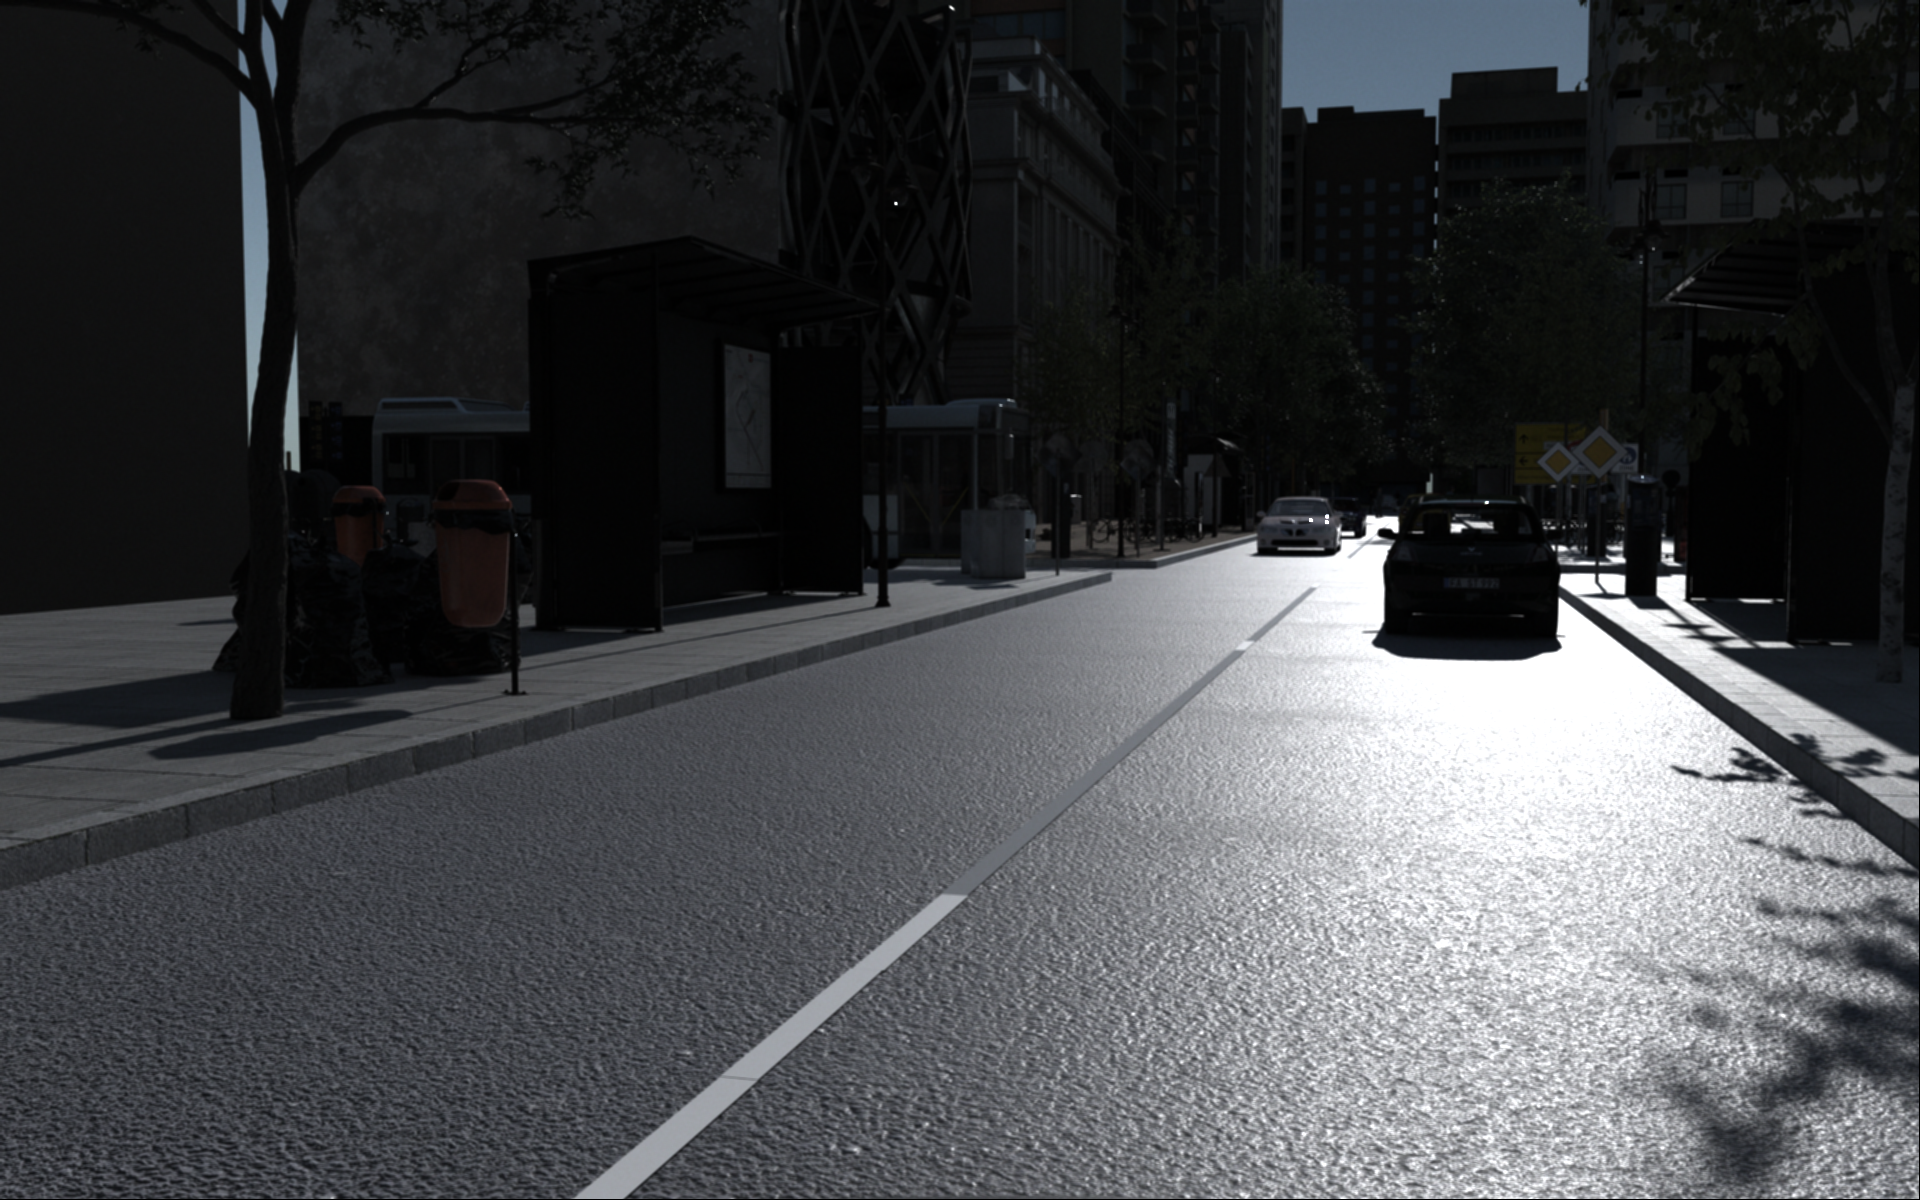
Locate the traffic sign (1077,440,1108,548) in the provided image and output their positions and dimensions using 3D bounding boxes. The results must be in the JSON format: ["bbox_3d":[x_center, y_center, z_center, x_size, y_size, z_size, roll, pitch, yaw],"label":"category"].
[{"bbox_3d":[3.100,-2.494,40.887,0.768,2.556,0.104,1,4,21],"label":"traffic sign"}]

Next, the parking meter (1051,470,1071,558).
[{"bbox_3d":[2.024,-1.772,34.685,0.255,1.863,0.399,2,4,33],"label":"parking meter"}]

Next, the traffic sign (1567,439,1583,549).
[{"bbox_3d":[14.486,-2.467,40.440,0.768,2.556,0.104,1,4,17],"label":"traffic sign"}]

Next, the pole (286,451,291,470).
[{"bbox_3d":[-32.082,-5.443,82.830,0.158,3.312,0.155,0,3,0],"label":"pole"}]

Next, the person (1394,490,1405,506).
[{"bbox_3d":[40.176,-9.164,158.858,1.217,1.766,0.721,2,4,33],"label":"person"}]

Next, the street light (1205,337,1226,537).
[{"bbox_3d":[7.542,-4.798,51.234,0.468,5.910,1.993,1,4,15],"label":"street light"}]

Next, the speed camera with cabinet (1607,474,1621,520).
[{"bbox_3d":[30.910,-5.281,80.684,2.038,3.252,0.660,-3,4,-38],"label":"speed camera with cabinet"}]

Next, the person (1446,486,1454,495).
[{"bbox_3d":[21.229,-4.052,75.090,0.444,1.785,0.601,-1,4,-21],"label":"person"}]

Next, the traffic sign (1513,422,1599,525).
[{"bbox_3d":[16.873,-3.379,49.117,2.265,3.308,0.079,1,4,23],"label":"traffic sign"}]

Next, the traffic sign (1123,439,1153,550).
[{"bbox_3d":[4.079,-2.440,39.994,0.768,2.556,0.104,2,4,25],"label":"traffic sign"}]

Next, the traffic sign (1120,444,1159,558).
[{"bbox_3d":[3.601,-1.912,34.911,0.795,2.450,0.064,1,4,15],"label":"traffic sign"}]

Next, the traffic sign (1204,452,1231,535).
[{"bbox_3d":[7.973,-3.286,53.723,0.884,2.594,0.081,2,4,25],"label":"traffic sign"}]

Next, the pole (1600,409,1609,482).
[{"bbox_3d":[15.396,-2.914,41.488,0.158,3.312,0.155,0,3,0],"label":"pole"}]

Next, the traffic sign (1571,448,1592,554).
[{"bbox_3d":[13.416,-2.146,37.220,0.606,2.300,0.079,1,4,22],"label":"traffic sign"}]

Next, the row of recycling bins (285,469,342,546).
[{"bbox_3d":[-11.903,-1.392,29.880,3.534,1.692,1.069,2,4,34],"label":"row of recycling bins"}]

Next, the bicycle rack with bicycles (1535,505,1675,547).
[{"bbox_3d":[15.894,-1.835,43.389,2.925,0.926,2.852,0,4,-4],"label":"bicycle rack with bicycles"}]

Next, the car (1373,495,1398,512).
[{"bbox_3d":[35.159,-8.002,143.187,2.083,1.381,4.827,1,4,13],"label":"car"}]

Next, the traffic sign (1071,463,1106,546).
[{"bbox_3d":[3.127,-2.589,42.338,0.884,2.594,0.081,2,4,24],"label":"traffic sign"}]

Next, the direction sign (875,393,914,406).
[{"bbox_3d":[-1.474,-2.885,39.162,0.876,3.537,0.379,-1,4,-15],"label":"direction sign"}]

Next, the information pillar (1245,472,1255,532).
[{"bbox_3d":[9.867,-3.330,58.935,0.304,2.012,0.304,1,4,11],"label":"information pillar"}]

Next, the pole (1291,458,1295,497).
[{"bbox_3d":[19.004,-6.422,98.839,0.158,3.312,0.155,0,3,0],"label":"pole"}]

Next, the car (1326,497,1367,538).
[{"bbox_3d":[12.690,-2.784,58.092,1.945,1.354,3.894,1,4,16],"label":"car"}]

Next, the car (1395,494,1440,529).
[{"bbox_3d":[15.767,-2.966,58.721,2.015,1.641,3.980,1,4,15],"label":"car"}]

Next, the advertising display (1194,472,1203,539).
[{"bbox_3d":[6.931,-2.755,50.263,0.123,1.923,0.974,1,4,15],"label":"advertising display"}]

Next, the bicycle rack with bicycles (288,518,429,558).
[{"bbox_3d":[-8.984,-0.748,25.615,2.852,0.926,2.925,1,4,11],"label":"bicycle rack with bicycles"}]

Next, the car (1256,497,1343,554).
[{"bbox_3d":[8.412,-1.858,42.740,2.083,1.381,4.827,1,4,15],"label":"car"}]

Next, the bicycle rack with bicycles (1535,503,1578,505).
[{"bbox_3d":[21.711,-2.940,61.451,2.852,0.926,2.925,-3,5,-44],"label":"bicycle rack with bicycles"}]

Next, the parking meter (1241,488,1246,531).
[{"bbox_3d":[9.962,-3.163,60.126,0.372,1.533,0.369,0,3,0],"label":"parking meter"}]

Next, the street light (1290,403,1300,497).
[{"bbox_3d":[16.271,-6.801,83.985,0.468,5.910,1.993,1,4,15],"label":"street light"}]

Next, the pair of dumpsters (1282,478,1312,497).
[{"bbox_3d":[19.657,-6.034,101.153,1.574,2.255,4.437,1,4,15],"label":"pair of dumpsters"}]

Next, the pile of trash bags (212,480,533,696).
[{"bbox_3d":[-3.886,-0.141,12.064,1.912,1.369,3.447,-3,4,-37],"label":"pile of trash bags"}]

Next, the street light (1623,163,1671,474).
[{"bbox_3d":[9.699,-3.168,24.589,0.468,5.910,1.993,1,4,15],"label":"street light"}]

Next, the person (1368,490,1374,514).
[{"bbox_3d":[29.050,-6.898,122.113,0.721,1.723,1.217,1,4,18],"label":"person"}]

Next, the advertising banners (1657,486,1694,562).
[{"bbox_3d":[13.747,-2.239,32.788,2.074,3.025,0.090,-1,4,-11],"label":"advertising banners"}]

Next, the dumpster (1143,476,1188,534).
[{"bbox_3d":[6.648,-3.080,56.122,1.264,1.857,1.865,1,4,15],"label":"dumpster"}]

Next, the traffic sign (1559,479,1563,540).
[{"bbox_3d":[16.884,-2.970,48.662,0.768,2.556,0.104,2,4,24],"label":"traffic sign"}]

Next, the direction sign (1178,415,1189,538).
[{"bbox_3d":[6.451,-3.559,50.193,0.379,3.537,0.876,-1,4,-10],"label":"direction sign"}]

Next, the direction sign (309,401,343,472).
[{"bbox_3d":[-15.509,-3.085,42.431,0.379,3.537,0.876,3,4,39],"label":"direction sign"}]

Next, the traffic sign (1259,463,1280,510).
[{"bbox_3d":[12.608,-4.320,70.629,0.884,2.594,0.081,2,4,23],"label":"traffic sign"}]

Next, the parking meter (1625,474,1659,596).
[{"bbox_3d":[8.620,-0.824,21.886,0.372,1.533,0.369,0,3,0],"label":"parking meter"}]

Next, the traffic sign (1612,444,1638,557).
[{"bbox_3d":[13.466,-2.012,35.033,0.606,2.300,0.079,1,4,15],"label":"traffic sign"}]

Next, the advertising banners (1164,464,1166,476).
[{"bbox_3d":[12.562,-6.331,99.704,2.074,3.025,0.090,2,4,30],"label":"advertising banners"}]

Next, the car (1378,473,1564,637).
[{"bbox_3d":[5.568,-0.558,18.914,2.009,1.686,4.222,1,4,16],"label":"car"}]

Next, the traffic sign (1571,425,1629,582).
[{"bbox_3d":[9.256,-1.313,25.118,0.795,2.450,0.064,1,4,15],"label":"traffic sign"}]

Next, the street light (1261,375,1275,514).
[{"bbox_3d":[11.935,-5.778,67.255,0.468,5.910,1.993,1,4,15],"label":"street light"}]

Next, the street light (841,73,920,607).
[{"bbox_3d":[-0.879,-2.863,19.604,0.468,5.910,1.993,1,4,15],"label":"street light"}]

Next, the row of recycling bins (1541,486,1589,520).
[{"bbox_3d":[30.018,-4.844,86.319,3.534,1.692,1.069,1,4,14],"label":"row of recycling bins"}]

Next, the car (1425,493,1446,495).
[{"bbox_3d":[24.607,-4.944,89.870,2.155,1.783,4.494,1,4,15],"label":"car"}]

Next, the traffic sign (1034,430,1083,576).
[{"bbox_3d":[1.538,-1.441,27.196,0.795,2.450,0.064,1,4,15],"label":"traffic sign"}]

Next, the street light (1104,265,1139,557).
[{"bbox_3d":[3.283,-3.816,35.176,0.468,5.910,1.993,1,4,15],"label":"street light"}]

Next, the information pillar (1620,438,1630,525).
[{"bbox_3d":[27.665,-4.933,72.009,0.504,3.616,0.183,-2,4,-33],"label":"information pillar"}]

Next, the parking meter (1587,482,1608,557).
[{"bbox_3d":[13.076,-1.660,35.545,0.372,1.533,0.369,0,3,0],"label":"parking meter"}]

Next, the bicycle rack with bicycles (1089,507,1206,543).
[{"bbox_3d":[5.211,-2.027,46.522,2.925,0.926,2.852,2,4,26],"label":"bicycle rack with bicycles"}]

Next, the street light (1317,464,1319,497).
[{"bbox_3d":[20.659,-7.781,100.007,0.468,5.910,1.993,1,4,15],"label":"street light"}]

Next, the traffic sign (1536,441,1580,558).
[{"bbox_3d":[11.320,-1.785,32.832,0.795,2.450,0.064,1,4,15],"label":"traffic sign"}]

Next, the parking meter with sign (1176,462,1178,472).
[{"bbox_3d":[12.243,-5.976,93.969,0.543,3.016,1.738,2,4,25],"label":"parking meter with sign"}]

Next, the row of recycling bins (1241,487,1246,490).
[{"bbox_3d":[16.038,-5.914,103.806,1.069,1.692,3.534,-3,5,-41],"label":"row of recycling bins"}]

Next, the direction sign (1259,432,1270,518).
[{"bbox_3d":[11.193,-4.386,63.700,0.379,3.537,0.876,2,4,33],"label":"direction sign"}]
